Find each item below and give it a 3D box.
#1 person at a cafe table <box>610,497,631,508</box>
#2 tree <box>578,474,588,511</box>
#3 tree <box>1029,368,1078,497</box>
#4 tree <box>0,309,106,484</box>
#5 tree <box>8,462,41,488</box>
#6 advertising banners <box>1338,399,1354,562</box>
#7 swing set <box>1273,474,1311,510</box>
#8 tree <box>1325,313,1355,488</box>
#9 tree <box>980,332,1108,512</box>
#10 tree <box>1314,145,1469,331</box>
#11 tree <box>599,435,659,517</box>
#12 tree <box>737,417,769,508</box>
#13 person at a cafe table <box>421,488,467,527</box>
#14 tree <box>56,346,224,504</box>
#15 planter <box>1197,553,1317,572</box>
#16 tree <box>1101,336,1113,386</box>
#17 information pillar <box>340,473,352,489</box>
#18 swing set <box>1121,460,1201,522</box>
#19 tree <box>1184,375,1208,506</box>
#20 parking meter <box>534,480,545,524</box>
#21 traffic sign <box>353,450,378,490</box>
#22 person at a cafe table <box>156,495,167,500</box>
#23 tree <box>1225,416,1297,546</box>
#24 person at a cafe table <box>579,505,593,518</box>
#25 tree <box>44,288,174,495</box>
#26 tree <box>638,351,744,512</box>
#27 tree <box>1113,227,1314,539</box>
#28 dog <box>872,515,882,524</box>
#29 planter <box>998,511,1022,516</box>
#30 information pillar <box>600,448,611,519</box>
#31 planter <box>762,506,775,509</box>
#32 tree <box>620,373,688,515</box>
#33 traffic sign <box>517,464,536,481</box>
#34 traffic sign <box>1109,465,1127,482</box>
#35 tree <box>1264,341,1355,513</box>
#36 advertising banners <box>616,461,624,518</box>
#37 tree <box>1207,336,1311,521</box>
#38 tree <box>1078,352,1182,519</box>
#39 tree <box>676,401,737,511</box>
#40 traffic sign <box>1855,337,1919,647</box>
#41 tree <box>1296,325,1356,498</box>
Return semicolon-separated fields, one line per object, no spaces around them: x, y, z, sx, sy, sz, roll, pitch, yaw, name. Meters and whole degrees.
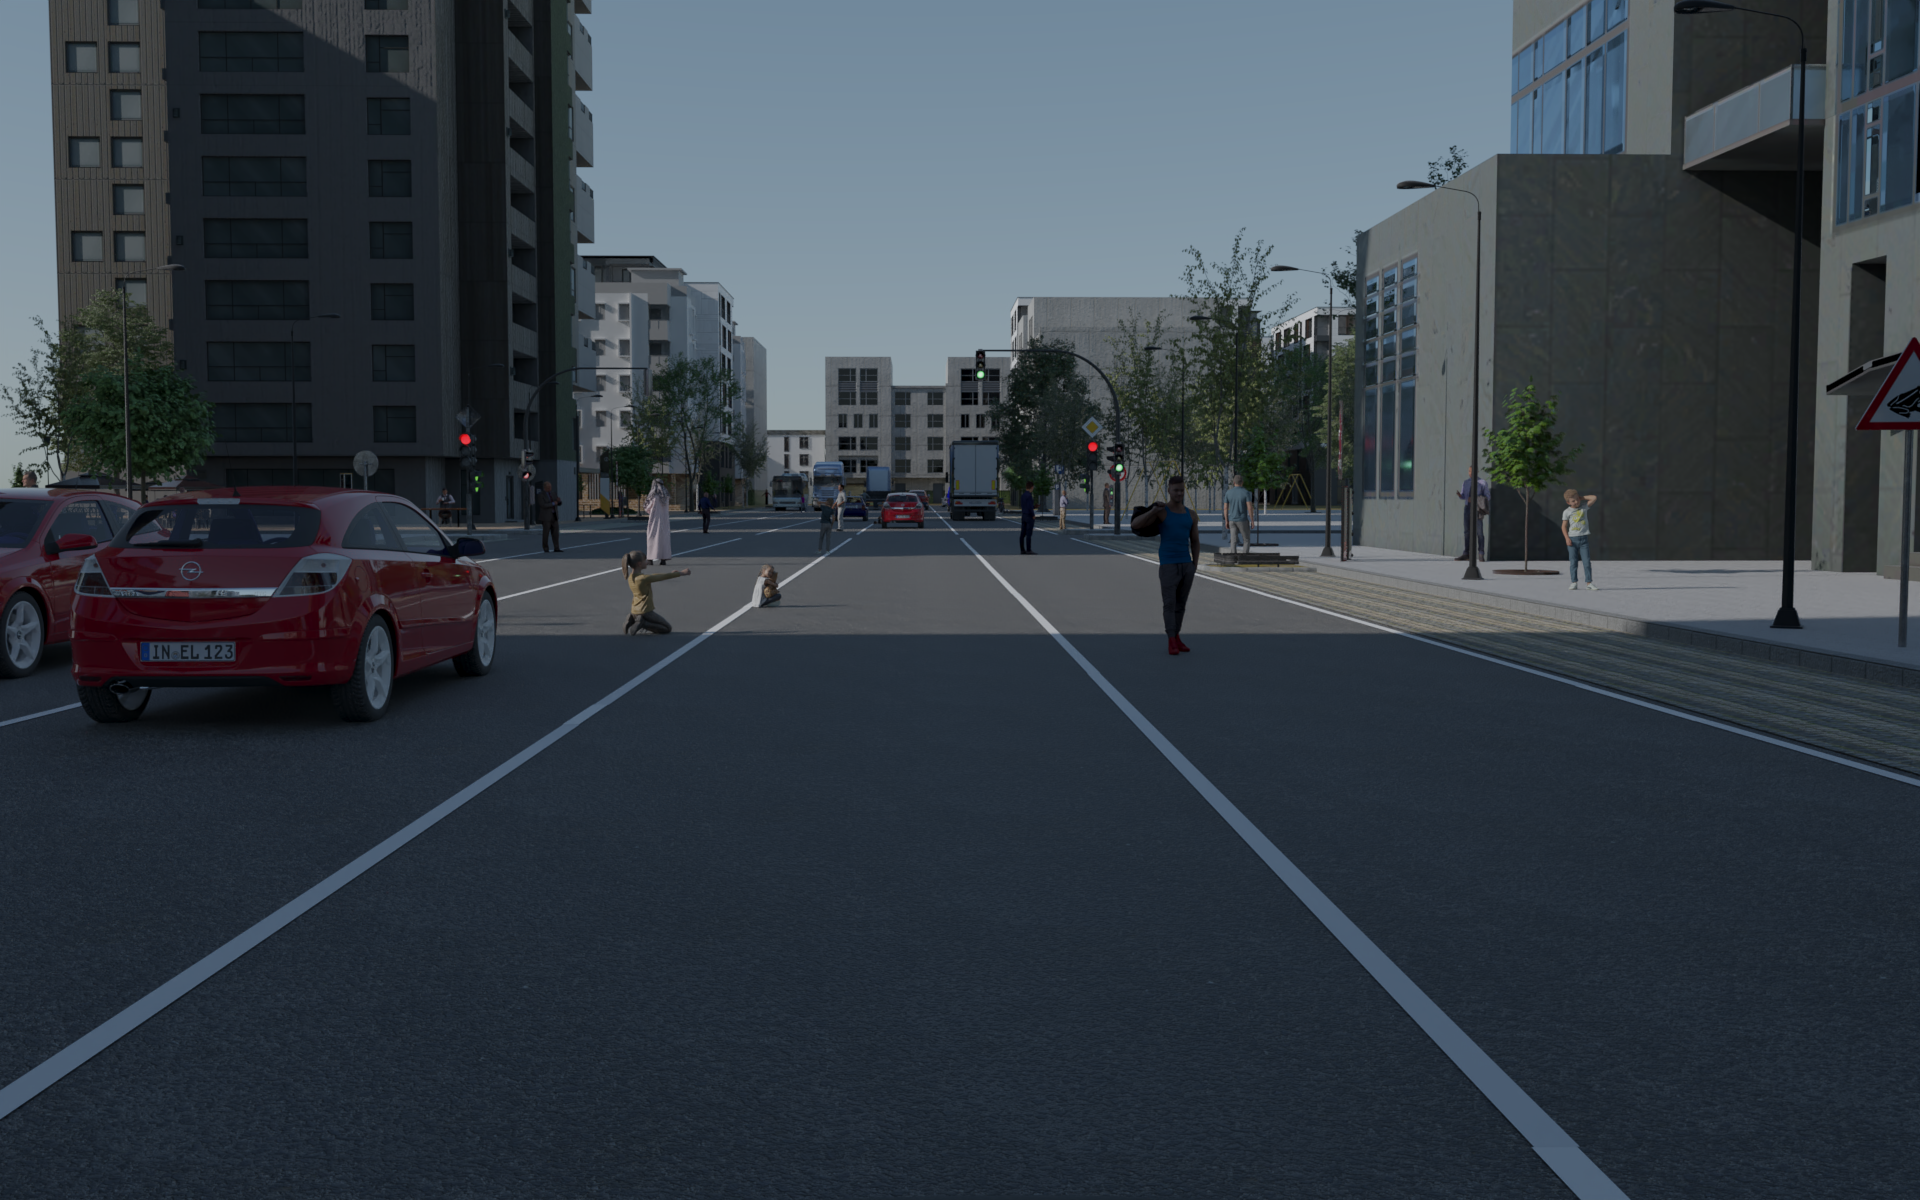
-25.869;-7.404;131.921;1.698;1.238;1.726;-3;4;-36;person at a cafe table
-28.935;-8.341;130.971;1.663;3.219;1.824;0;3;0;tree
6.070;-9.133;99.687;4.360;8.622;3.978;0;3;0;tree
-35.849;-7.254;68.959;4.737;8.622;4.395;0;3;0;tree
-51.663;-6.148;95.114;1.663;3.219;1.824;0;3;0;tree
7.342;-2.252;33.003;0.090;3.025;2.074;1;4;20;advertising banners
26.466;-8.524;136.990;2.862;2.851;3.119;0;4;-2;swing set
16.231;-7.103;66.499;4.360;8.622;3.978;0;3;0;tree
6.018;-12.580;122.696;9.611;12.733;9.660;0;3;0;tree
26.327;-14.754;97.115;12.611;20.169;13.585;0;3;0;tree
-18.500;-6.916;96.797;4.285;4.588;4.351;0;3;0;tree
-19.858;-12.838;160.261;4.360;8.622;3.978;0;3;0;tree
-20.053;-3.601;67.387;1.698;1.524;1.622;-1;4;-15;person at a cafe table
-18.230;-3.358;38.617;4.285;4.588;4.351;0;3;0;tree
5.516;-0.702;32.625;1.991;0.319;1.994;0;4;-1;planter
7.581;-7.211;68.269;4.737;8.622;4.395;0;3;0;tree
-21.695;-3.472;61.258;0.304;2.012;0.304;3;5;45;information pillar
9.409;-5.154;81.881;2.862;2.851;3.119;-1;4;-18;swing set
11.457;-8.888;95.676;4.360;8.622;3.978;0;3;0;tree
-17.845;-4.149;73.548;0.399;1.863;0.255;0;4;8;parking meter
-17.302;-3.077;50.421;0.768;2.556;0.104;0;4;6;traffic sign
-37.448;-4.382;82.505;1.726;1.238;1.698;1;4;21;person at a cafe table
7.386;-2.946;42.762;1.663;3.219;1.824;0;3;0;tree
-20.339;-4.933;91.522;1.698;1.238;1.726;1;4;16;person at a cafe table
-46.261;-10.860;95.694;7.486;12.596;7.792;0;3;0;tree
-19.280;-12.164;124.632;9.928;11.665;9.643;0;3;0;tree
7.646;-6.026;48.895;4.737;8.622;4.395;0;3;0;tree
-3.992;-3.821;82.664;0.748;0.427;0.550;-1;4;-14;dog
3.507;-5.750;115.156;1.991;0.319;1.994;0;4;-1;planter
-18.213;-5.962;88.840;0.504;3.616;0.183;-2;4;-32;information pillar
-17.725;-8.766;164.467;1.991;0.319;1.994;0;4;-1;planter
-18.822;-9.457;104.981;4.737;8.622;4.395;0;3;0;tree
-17.447;-4.256;69.684;0.768;2.556;0.104;0;4;5;traffic sign
6.616;-4.442;72.728;0.768;2.556;0.104;0;3;0;traffic sign
24.174;-11.823;119.053;9.928;11.665;9.643;0;3;0;tree
-18.203;-5.899;92.640;0.090;3.025;2.074;0;3;0;advertising banners
14.193;-8.018;81.455;4.360;8.622;3.978;0;3;0;tree
8.628;-8.452;88.551;4.360;8.622;3.978;0;3;0;tree
-20.208;-11.211;133.662;4.360;8.622;3.978;0;3;0;tree
7.906;-0.884;14.455;0.884;2.594;0.081;0;4;5;traffic sign
25.968;-11.735;109.986;7.486;12.596;7.792;0;3;0;tree
